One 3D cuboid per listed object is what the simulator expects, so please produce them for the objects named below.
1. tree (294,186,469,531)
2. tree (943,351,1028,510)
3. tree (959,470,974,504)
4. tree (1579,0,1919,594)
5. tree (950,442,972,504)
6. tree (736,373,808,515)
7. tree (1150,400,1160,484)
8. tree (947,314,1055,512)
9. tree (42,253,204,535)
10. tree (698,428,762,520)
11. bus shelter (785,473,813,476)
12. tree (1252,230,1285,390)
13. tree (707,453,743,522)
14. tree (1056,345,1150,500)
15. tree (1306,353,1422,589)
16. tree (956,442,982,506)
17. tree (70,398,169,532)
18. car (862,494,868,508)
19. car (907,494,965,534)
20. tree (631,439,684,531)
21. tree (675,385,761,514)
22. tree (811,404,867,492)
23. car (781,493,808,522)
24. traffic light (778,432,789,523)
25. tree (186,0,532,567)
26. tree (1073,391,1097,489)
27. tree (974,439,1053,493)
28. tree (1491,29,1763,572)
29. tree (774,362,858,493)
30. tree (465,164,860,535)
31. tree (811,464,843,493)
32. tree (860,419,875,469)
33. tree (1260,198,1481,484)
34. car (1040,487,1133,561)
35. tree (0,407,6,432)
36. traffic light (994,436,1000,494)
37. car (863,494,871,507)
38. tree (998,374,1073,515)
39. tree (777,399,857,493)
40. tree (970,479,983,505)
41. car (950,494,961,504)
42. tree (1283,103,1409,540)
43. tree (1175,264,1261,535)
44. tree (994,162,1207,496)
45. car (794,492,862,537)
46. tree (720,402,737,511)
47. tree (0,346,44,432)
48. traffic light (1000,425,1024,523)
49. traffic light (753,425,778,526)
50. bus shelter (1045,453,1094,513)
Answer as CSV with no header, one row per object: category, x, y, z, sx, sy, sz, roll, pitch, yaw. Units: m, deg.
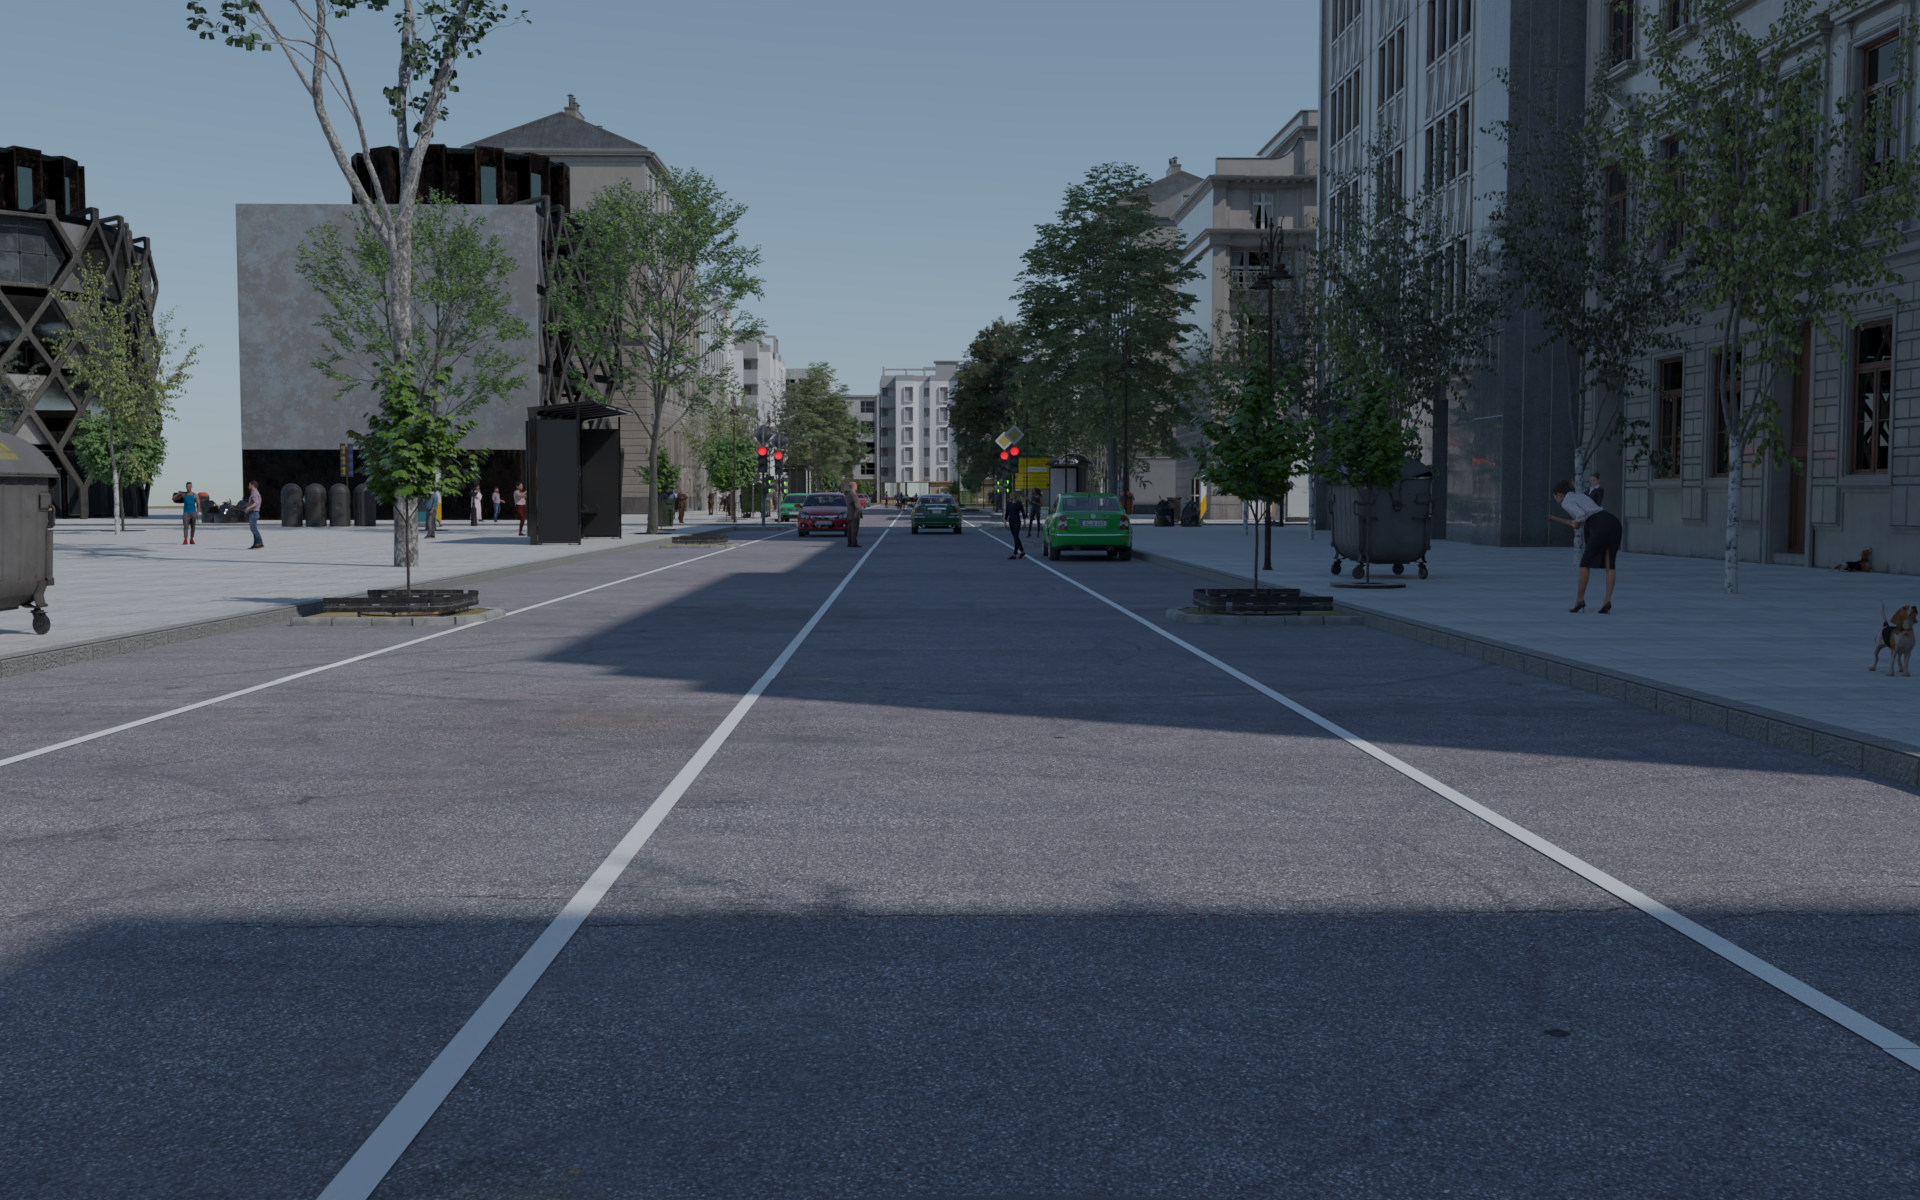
tree,-18.569,-8.210,59.989,9.928,11.665,9.643,0,3,0
tree,3.272,-14.379,141.752,9.857,13.997,8.962,0,3,0
tree,1.479,-14.321,217.866,4.285,4.588,4.351,0,3,0
tree,10.155,-4.379,21.957,4.737,8.622,4.395,0,3,0
tree,0.617,-16.838,225.660,4.737,8.622,4.395,0,3,0
tree,-11.146,-9.485,105.445,4.360,8.622,3.978,0,3,0
tree,8.708,-8.703,92.657,4.360,8.622,3.978,0,3,0
tree,3.169,-13.083,121.334,7.806,13.903,7.818,0,3,0
tree,-26.098,-6.333,53.913,4.737,8.622,4.395,0,3,0
tree,-11.391,-6.264,86.124,4.285,4.588,4.351,0,3,0
bus shelter,-12.918,-8.935,140.018,2.014,3.302,5.546,0,4,-2
tree,9.880,-5.972,48.003,4.360,8.622,3.978,0,3,0
tree,-10.967,-5.245,80.359,1.663,3.219,1.824,0,3,0
tree,6.302,-7.938,80.151,4.360,8.622,3.978,0,3,0
tree,5.682,-1.796,23.972,1.663,3.219,1.824,0,3,0
tree,1.644,-14.512,187.637,4.360,8.622,3.978,0,3,0
tree,-28.878,-4.649,59.724,4.285,4.588,4.351,0,3,0
car,-10.324,-10.061,173.531,2.155,1.783,4.494,0,4,-3
car,-0.873,-3.153,63.353,2.131,1.459,4.920,0,4,-1
tree,-10.431,-4.061,60.993,1.663,3.219,1.824,0,3,0
tree,-15.740,-9.788,110.391,4.737,8.622,4.395,0,3,0
tree,-14.131,-16.981,199.689,6.751,12.117,7.091,0,3,0
car,-8.242,-4.879,88.570,1.959,1.807,4.718,0,4,0
traffic light,-8.015,-5.362,76.911,0.839,4.213,0.868,0,4,-1
tree,-11.249,-10.669,30.332,12.611,20.169,13.585,0,3,0
tree,7.195,-9.879,111.888,4.737,8.622,4.395,0,3,0
tree,3.909,-7.103,99.849,4.285,4.588,4.351,0,3,0
tree,10.260,-4.747,27.972,4.360,8.622,3.978,0,3,0
tree,-12.310,-14.061,148.016,7.486,12.596,7.792,0,3,0
tree,-9.600,-7.876,54.534,9.928,11.665,9.643,0,3,0
tree,-13.131,-11.219,167.146,4.285,4.588,4.351,0,3,0
tree,-14.717,-17.950,219.230,9.928,11.665,9.643,0,3,0
tree,10.349,-5.641,42.587,4.737,8.622,4.395,0,3,0
car,2.787,-1.824,38.611,1.959,1.807,4.718,0,4,0
tree,-24.592,-3.533,41.476,4.285,4.588,4.351,0,3,0
traffic light,1.943,-5.378,77.174,0.839,4.213,0.868,0,4,-1
car,-10.665,-10.780,188.058,2.131,1.459,4.920,0,4,-1
tree,4.249,-9.438,104.667,4.737,8.622,4.395,0,3,0
tree,-12.783,-13.753,159.271,7.601,10.594,8.767,3,4,38
tree,2.083,-13.038,207.764,1.663,3.219,1.824,0,3,0
car,-0.942,-4.649,85.803,2.009,1.686,4.222,0,4,-2
tree,8.702,-5.084,33.487,4.360,8.622,3.978,0,3,0
tree,8.861,-6.333,53.905,4.737,8.622,4.395,0,3,0
tree,4.916,-8.679,60.029,7.486,12.596,7.792,0,3,0
car,-4.589,-3.082,59.431,2.155,1.783,4.494,0,4,-2
tree,-16.755,-11.011,130.396,4.360,8.622,3.978,0,3,0
tree,-35.842,-6.871,62.701,4.360,8.622,3.978,0,3,0
traffic light,2.142,-4.890,69.192,0.839,4.213,0.868,0,4,-1
traffic light,-7.815,-4.874,68.928,0.839,4.213,0.868,0,4,-1
bus shelter,5.469,-5.719,87.437,2.014,3.302,5.546,0,4,-1
